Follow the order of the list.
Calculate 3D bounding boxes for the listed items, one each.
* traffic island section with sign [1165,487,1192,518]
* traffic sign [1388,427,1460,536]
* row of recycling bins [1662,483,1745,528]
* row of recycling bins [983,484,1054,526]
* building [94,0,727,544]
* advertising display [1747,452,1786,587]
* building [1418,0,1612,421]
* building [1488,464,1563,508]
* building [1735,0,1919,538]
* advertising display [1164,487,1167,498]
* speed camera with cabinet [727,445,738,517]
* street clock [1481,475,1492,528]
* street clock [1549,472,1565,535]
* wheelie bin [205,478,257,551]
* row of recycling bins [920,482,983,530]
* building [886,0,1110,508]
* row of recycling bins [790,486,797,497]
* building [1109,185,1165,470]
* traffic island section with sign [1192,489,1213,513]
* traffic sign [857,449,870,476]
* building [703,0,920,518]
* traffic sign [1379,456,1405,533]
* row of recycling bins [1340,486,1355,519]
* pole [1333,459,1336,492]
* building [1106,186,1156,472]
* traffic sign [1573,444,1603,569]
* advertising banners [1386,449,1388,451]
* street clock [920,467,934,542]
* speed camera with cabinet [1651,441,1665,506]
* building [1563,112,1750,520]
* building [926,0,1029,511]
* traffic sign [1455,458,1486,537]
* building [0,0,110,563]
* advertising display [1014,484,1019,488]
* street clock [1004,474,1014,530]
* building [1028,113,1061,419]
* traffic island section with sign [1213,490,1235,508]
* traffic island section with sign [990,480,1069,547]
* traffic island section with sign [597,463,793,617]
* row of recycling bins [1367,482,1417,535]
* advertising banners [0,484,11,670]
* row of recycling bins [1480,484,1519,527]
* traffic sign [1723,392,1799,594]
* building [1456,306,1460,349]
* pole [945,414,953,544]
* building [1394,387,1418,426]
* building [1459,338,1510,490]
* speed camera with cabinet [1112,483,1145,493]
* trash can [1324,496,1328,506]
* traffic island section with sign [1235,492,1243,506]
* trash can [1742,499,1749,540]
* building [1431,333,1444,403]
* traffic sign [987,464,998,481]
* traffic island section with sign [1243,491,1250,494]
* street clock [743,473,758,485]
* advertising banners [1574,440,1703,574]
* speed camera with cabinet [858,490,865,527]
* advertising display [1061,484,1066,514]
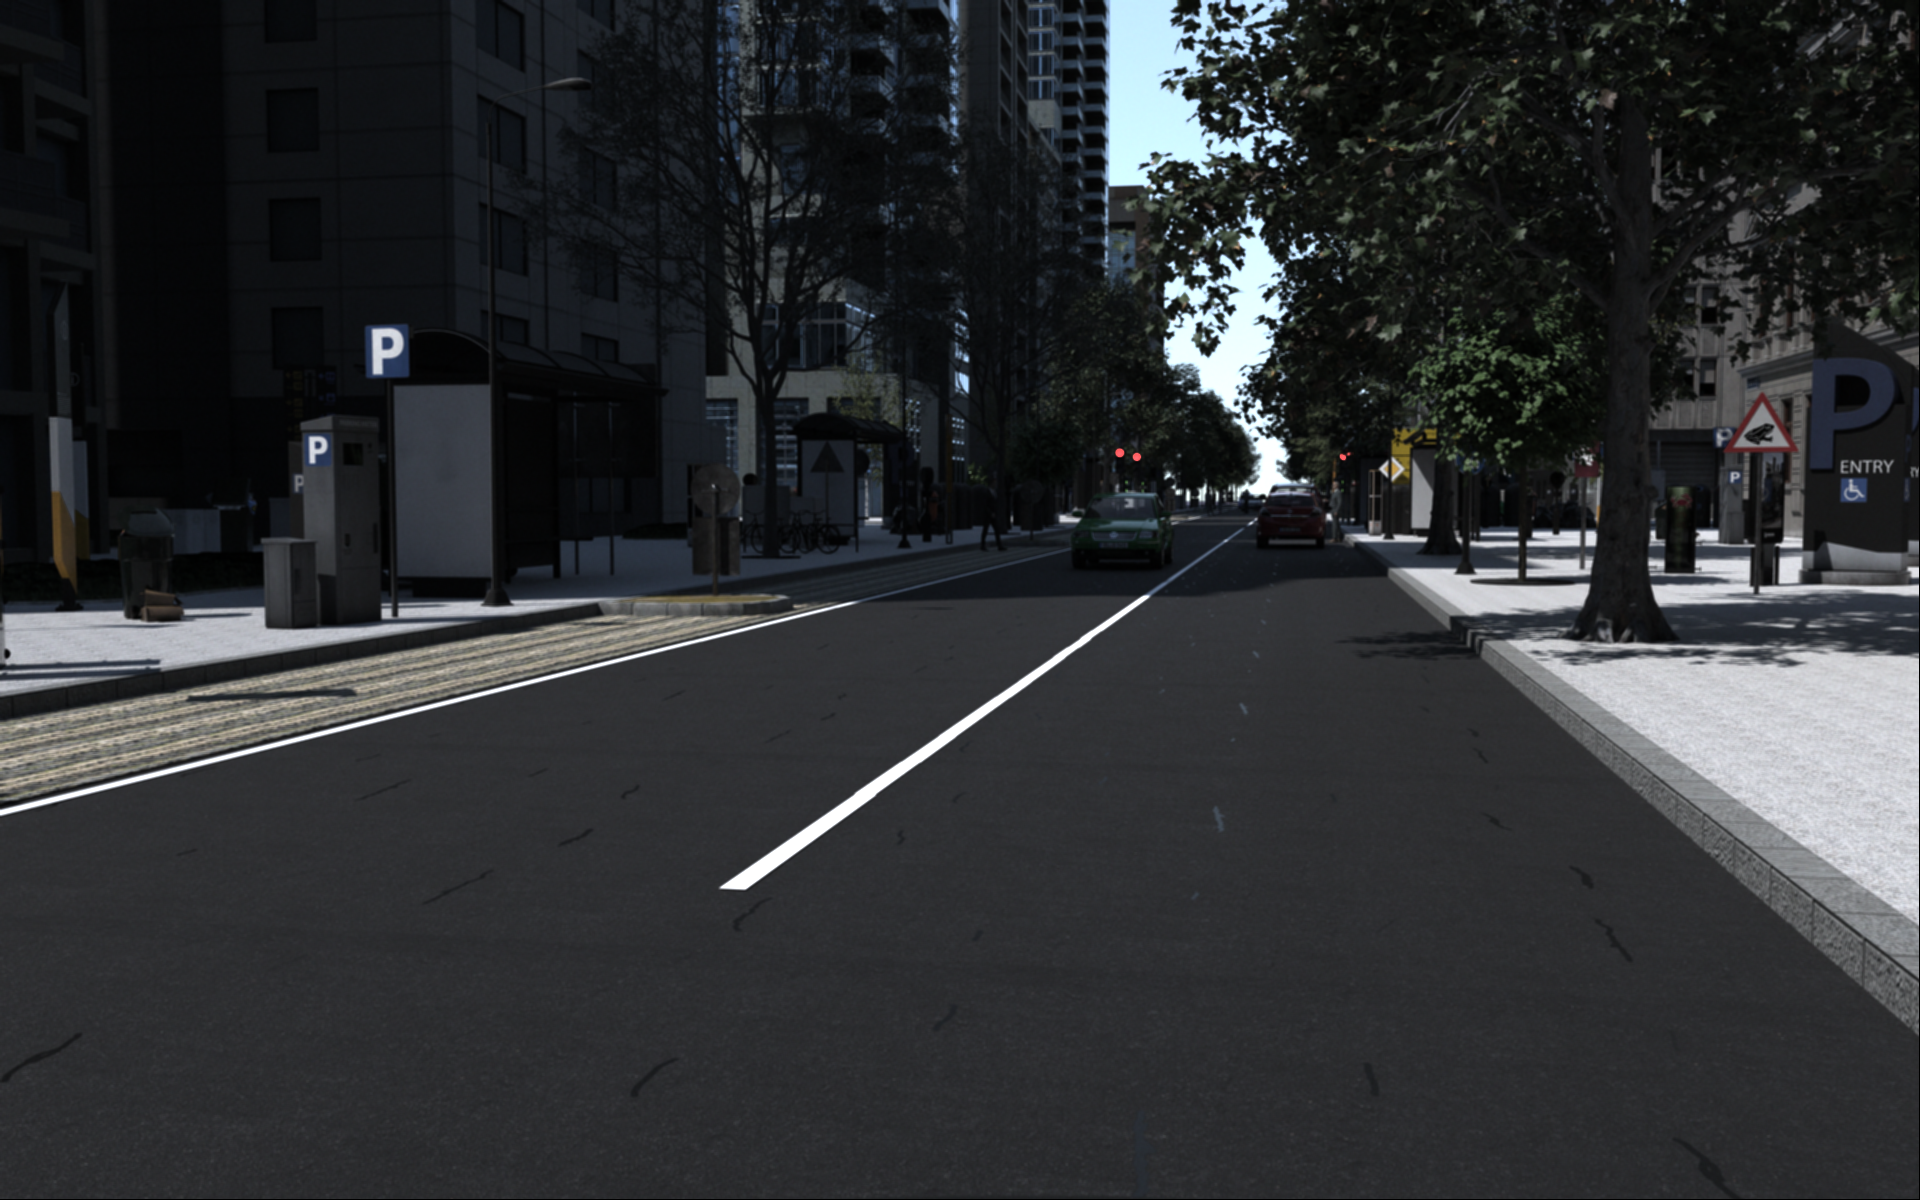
[{"bbox_3d":[12.448,-5.721,102.173,1.989,1.847,2.006,1,4,11],"label":"traffic island section with sign"},{"bbox_3d":[14.109,-3.578,52.373,2.265,3.308,0.079,1,4,14],"label":"traffic sign"},{"bbox_3d":[28.620,-3.602,66.001,3.534,1.692,1.069,2,4,33],"label":"row of recycling bins"},{"bbox_3d":[2.099,-3.844,69.970,3.534,1.692,1.069,-1,4,-14],"label":"row of recycling bins"},{"bbox_3d":[-20.515,-37.592,52.878,20.611,71.187,20.563,1,4,11],"label":"building"},{"bbox_3d":[11.293,-1.165,24.259,0.974,1.923,0.123,-3,5,-44],"label":"advertising display"},{"bbox_3d":[63.170,-40.038,196.624,21.231,58.520,28.212,1,4,11],"label":"building"},{"bbox_3d":[43.098,-19.509,112.478,14.314,27.812,24.014,1,4,11],"label":"building"},{"bbox_3d":[28.620,-12.791,45.291,11.583,22.565,21.152,1,4,11],"label":"building"},{"bbox_3d":[16.023,-8.143,138.358,0.974,1.923,0.123,2,4,27],"label":"advertising display"},{"bbox_3d":[-9.384,-4.642,70.230,0.660,3.252,2.038,0,4,-3],"label":"speed camera with cabinet"},{"bbox_3d":[19.791,-3.707,65.181,0.358,2.002,0.471,3,5,42],"label":"street clock"},{"bbox_3d":[18.785,-3.055,54.522,0.471,2.002,0.358,1,4,15],"label":"street clock"},{"bbox_3d":[-13.958,-1.549,33.236,0.980,1.594,0.693,0,4,-8],"label":"wheelie bin"},{"bbox_3d":[-0.427,-3.367,62.156,1.069,1.692,3.534,1,4,22],"label":"row of recycling bins"},{"bbox_3d":[6.351,-53.971,195.091,22.319,86.520,31.000,1,4,11],"label":"building"},{"bbox_3d":[-8.677,-4.892,87.093,3.534,1.692,1.069,-2,4,-26],"label":"row of recycling bins"},{"bbox_3d":[21.003,-39.852,275.280,21.300,48.544,21.600,1,4,11],"label":"building"},{"bbox_3d":[17.526,-7.341,128.648,1.989,1.847,2.006,1,4,11],"label":"traffic island section with sign"},{"bbox_3d":[-2.923,-2.993,49.034,0.768,2.556,0.104,1,4,15],"label":"traffic sign"},{"bbox_3d":[-11.302,-48.623,107.661,22.319,86.520,31.000,1,4,11],"label":"building"},{"bbox_3d":[13.048,-3.132,52.389,0.795,2.450,0.064,1,4,12],"label":"traffic sign"},{"bbox_3d":[20.912,-5.085,90.257,1.069,1.692,3.534,-2,4,-27],"label":"row of recycling bins"},{"bbox_3d":[21.481,-6.456,99.406,0.158,3.312,0.155,0,3,0],"label":"pole"},{"bbox_3d":[21.495,-37.084,256.427,14.600,45.320,14.200,1,4,11],"label":"building"},{"bbox_3d":[10.606,-1.794,29.439,0.768,2.556,0.104,1,4,16],"label":"traffic sign"},{"bbox_3d":[16.335,-4.261,65.862,0.090,3.025,2.074,0,4,6],"label":"advertising banners"},{"bbox_3d":[-0.883,-2.557,46.382,0.358,2.002,0.471,-1,4,-21],"label":"street clock"},{"bbox_3d":[25.570,-4.315,64.882,0.660,3.252,2.038,-1,4,-10],"label":"speed camera with cabinet"},{"bbox_3d":[42.755,-16.609,89.579,19.932,24.808,12.078,1,4,11],"label":"building"},{"bbox_3d":[-3.025,-42.976,140.902,20.563,71.187,20.611,1,4,11],"label":"building"},{"bbox_3d":[13.421,-2.783,45.600,0.768,2.556,0.104,1,4,13],"label":"traffic sign"},{"bbox_3d":[-27.632,-22.586,23.909,22.147,44.769,28.867,1,4,11],"label":"building"},{"bbox_3d":[3.688,-6.617,113.406,0.123,1.923,0.974,1,4,15],"label":"advertising display"},{"bbox_3d":[1.720,-3.515,62.034,0.358,2.002,0.471,3,4,39],"label":"street clock"},{"bbox_3d":[-3.846,-29.271,170.465,32.217,40.220,23.993,1,4,11],"label":"building"},{"bbox_3d":[26.866,-10.315,177.282,1.989,1.847,2.006,1,4,11],"label":"traffic island section with sign"},{"bbox_3d":[1.965,-2.382,47.576,1.989,1.847,2.006,1,4,11],"label":"traffic island section with sign"},{"bbox_3d":[-3.123,-0.763,21.104,1.989,1.847,2.006,1,4,11],"label":"traffic island section with sign"},{"bbox_3d":[14.031,-2.966,55.605,1.069,1.692,3.534,-1,4,-10],"label":"row of recycling bins"},{"bbox_3d":[-6.785,-0.967,12.002,0.090,3.025,2.074,-2,4,-23],"label":"advertising banners"},{"bbox_3d":[20.559,-3.757,68.545,3.534,1.692,1.069,1,4,18],"label":"row of recycling bins"},{"bbox_3d":[10.242,-1.357,22.199,0.884,2.594,0.081,1,4,16],"label":"traffic sign"},{"bbox_3d":[52.699,-23.935,163.033,14.160,30.474,14.107,1,4,11],"label":"building"},{"bbox_3d":[-0.281,-3.091,44.381,0.158,3.312,0.155,0,3,0],"label":"pole"},{"bbox_3d":[72.688,-35.592,265.531,14.154,41.232,14.086,1,4,11],"label":"building"},{"bbox_3d":[46.773,-18.017,136.382,13.314,21.916,24.055,1,4,11],"label":"building"},{"bbox_3d":[10.362,-6.868,106.624,2.038,3.252,0.660,-2,4,-26],"label":"speed camera with cabinet"},{"bbox_3d":[29.223,-7.696,137.477,0.748,1.137,0.748,0,3,0],"label":"trash can"},{"bbox_3d":[31.982,-11.943,203.897,1.989,1.847,2.006,1,4,11],"label":"traffic island section with sign"},{"bbox_3d":[22.324,-2.286,49.033,0.748,1.137,0.748,0,3,0],"label":"trash can"},{"bbox_3d":[55.843,-32.187,176.363,14.600,45.320,14.200,1,4,11],"label":"building"},{"bbox_3d":[1.498,-4.487,73.468,0.768,2.556,0.104,1,4,17],"label":"traffic sign"},{"bbox_3d":[42.320,-15.241,257.824,1.989,1.847,2.006,1,4,11],"label":"traffic island section with sign"},{"bbox_3d":[-7.370,-3.444,60.881,0.471,2.002,0.358,-2,4,-29],"label":"street clock"},{"bbox_3d":[10.896,-1.946,28.011,2.074,3.025,0.090,1,4,17],"label":"advertising banners"},{"bbox_3d":[-4.491,-4.485,67.665,0.660,3.252,2.038,-3,4,-36],"label":"speed camera with cabinet"},{"bbox_3d":[6.821,-6.633,113.656,0.123,1.923,0.974,-1,4,-9],"label":"advertising display"}]
